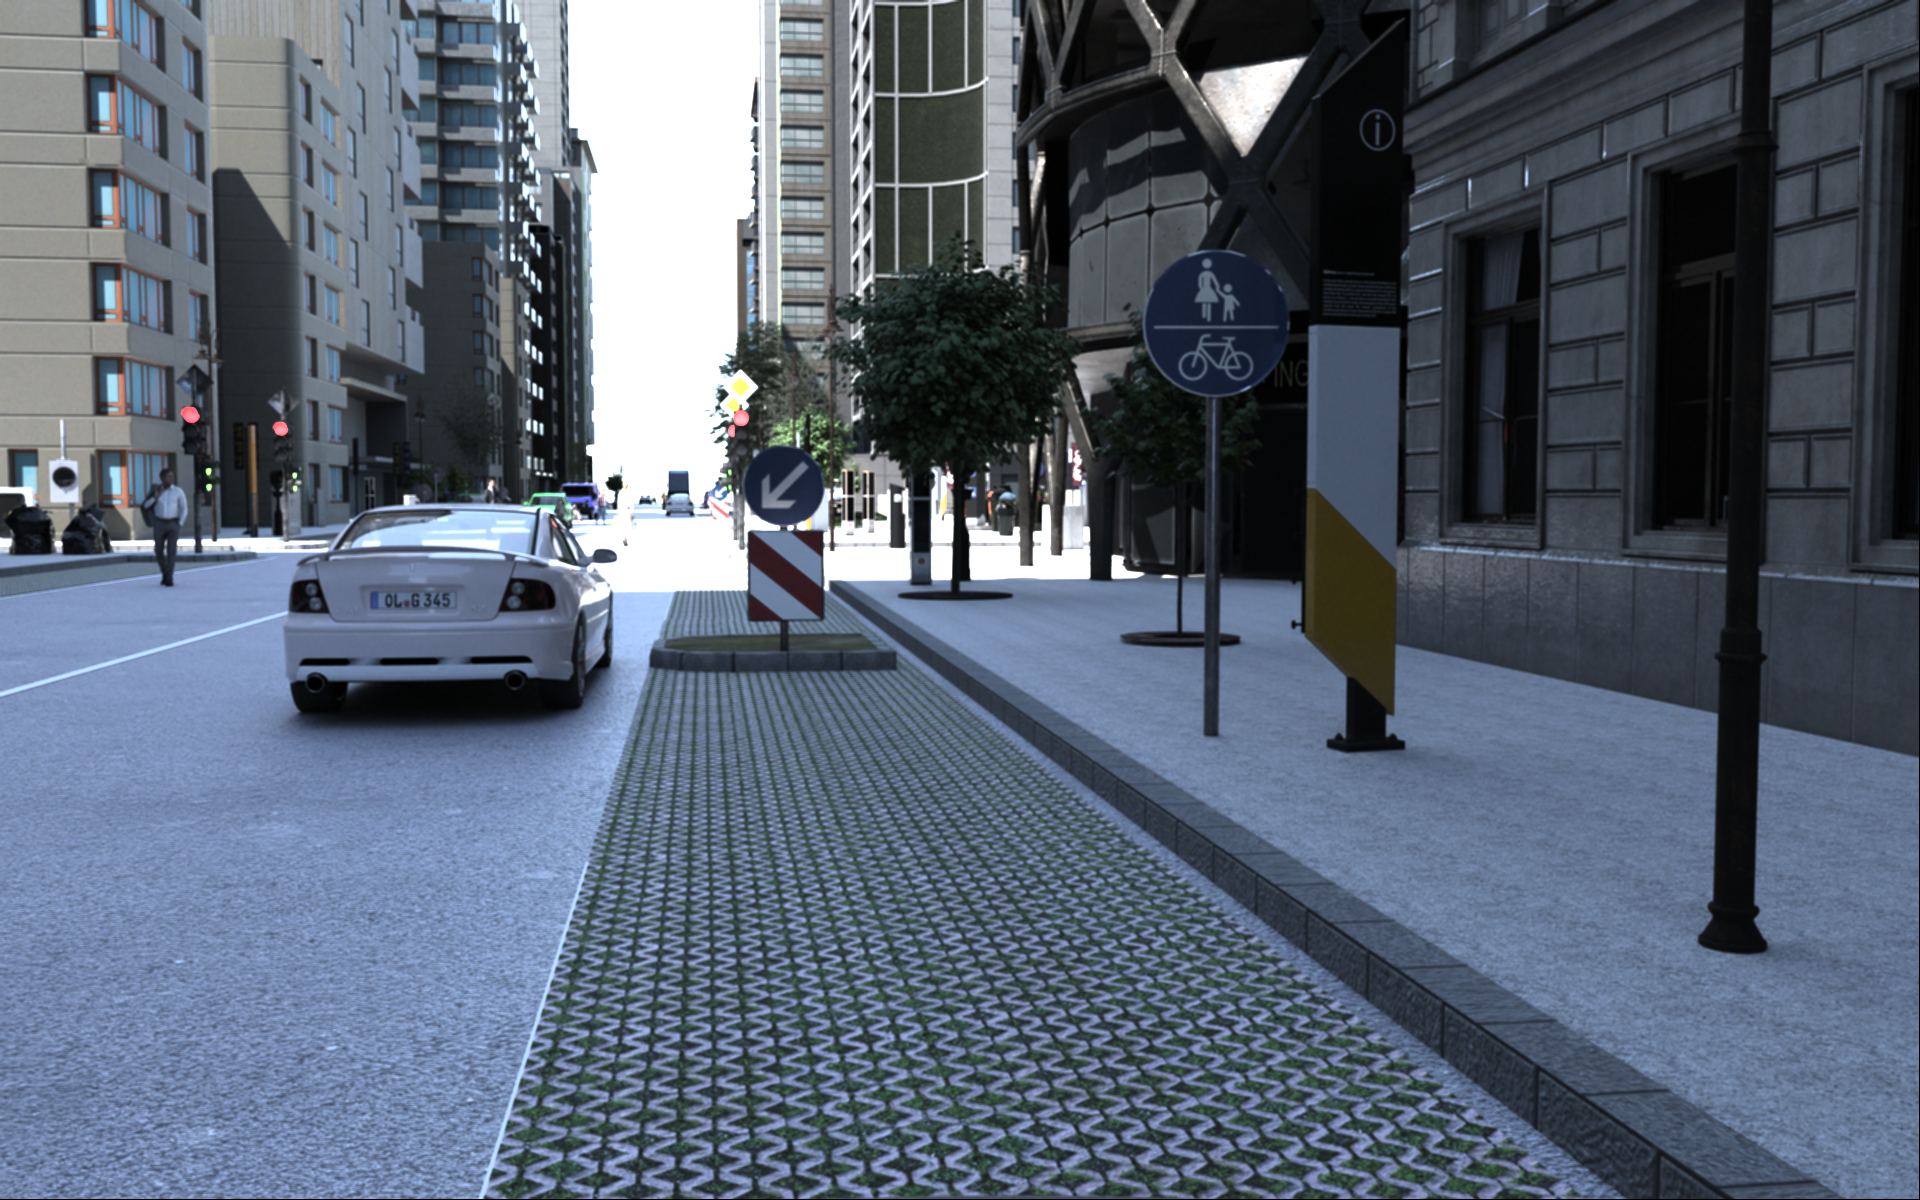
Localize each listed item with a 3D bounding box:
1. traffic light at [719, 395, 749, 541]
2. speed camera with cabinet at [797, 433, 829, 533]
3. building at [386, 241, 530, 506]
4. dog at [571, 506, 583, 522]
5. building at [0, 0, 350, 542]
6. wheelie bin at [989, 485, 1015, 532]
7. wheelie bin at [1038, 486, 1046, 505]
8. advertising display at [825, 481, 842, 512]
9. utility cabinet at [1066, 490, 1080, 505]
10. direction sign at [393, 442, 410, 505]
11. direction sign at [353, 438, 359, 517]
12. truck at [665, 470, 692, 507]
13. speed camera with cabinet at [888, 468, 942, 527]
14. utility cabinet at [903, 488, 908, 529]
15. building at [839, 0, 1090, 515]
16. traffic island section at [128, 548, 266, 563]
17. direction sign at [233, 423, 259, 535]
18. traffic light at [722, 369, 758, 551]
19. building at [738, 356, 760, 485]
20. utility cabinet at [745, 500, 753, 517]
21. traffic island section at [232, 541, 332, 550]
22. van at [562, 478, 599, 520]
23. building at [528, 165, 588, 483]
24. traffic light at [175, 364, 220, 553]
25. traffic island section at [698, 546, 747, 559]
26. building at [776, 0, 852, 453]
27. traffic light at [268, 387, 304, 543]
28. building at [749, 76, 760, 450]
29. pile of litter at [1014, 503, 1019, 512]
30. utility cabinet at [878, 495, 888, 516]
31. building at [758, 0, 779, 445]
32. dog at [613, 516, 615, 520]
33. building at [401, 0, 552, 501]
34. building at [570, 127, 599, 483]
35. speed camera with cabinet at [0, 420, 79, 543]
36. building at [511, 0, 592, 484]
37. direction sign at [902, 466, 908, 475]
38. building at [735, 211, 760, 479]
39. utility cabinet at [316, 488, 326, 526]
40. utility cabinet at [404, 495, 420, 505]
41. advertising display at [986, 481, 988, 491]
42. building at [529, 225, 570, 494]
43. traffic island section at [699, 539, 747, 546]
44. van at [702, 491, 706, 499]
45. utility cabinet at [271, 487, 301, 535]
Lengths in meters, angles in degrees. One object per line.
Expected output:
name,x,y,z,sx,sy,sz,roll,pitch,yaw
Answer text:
traffic light,-6.136,-3.557,47.072,0.839,4.253,0.868,-1,4,-8
speed camera with cabinet,-5.076,-3.826,56.895,0.660,3.252,2.038,2,4,27
building,-48.385,-17.524,131.561,27.650,21.520,28.899,-1,4,-8
dog,-19.832,-4.481,90.098,0.513,0.831,0.800,-3,5,-43
building,-38.167,-13.059,58.550,27.650,21.520,28.899,-1,4,-8
wheelie bin,1.428,-3.079,58.252,0.980,1.594,0.693,2,4,32
wheelie bin,2.950,-3.770,69.547,0.980,1.594,0.693,-2,4,-35
advertising display,-6.139,-4.827,84.136,0.974,1.923,0.123,1,4,14
utility cabinet,6.537,-5.402,97.001,1.173,1.500,0.318,1,4,13
direction sign,-24.378,-5.118,75.673,0.876,3.537,0.379,1,4,20
direction sign,-24.384,-4.768,69.949,0.379,3.537,0.876,-2,4,-31
truck,-29.968,-11.888,184.132,2.967,4.110,18.799,-1,4,-9
speed camera with cabinet,-1.739,-4.416,66.545,2.038,3.252,0.660,1,4,20
utility cabinet,-1.802,-3.294,62.536,0.318,1.500,1.173,-1,4,-15
building,1.892,-41.064,109.645,20.563,71.187,20.611,-1,4,-8
traffic island section,-16.543,-0.936,37.586,2.009,0.180,2.903,-1,4,-8
direction sign,-22.631,-3.852,54.975,0.876,3.537,0.379,1,4,14
traffic light,-4.968,-3.074,39.173,0.839,4.253,0.868,-1,4,-8
building,-15.225,-23.502,229.299,27.650,21.520,28.899,-1,4,-8
utility cabinet,-11.954,-5.312,98.014,0.306,1.237,1.020,0,4,2
traffic island section,-17.711,-1.419,45.485,2.009,0.180,2.903,-1,4,-8
van,-21.387,-5.678,97.227,2.240,2.365,5.245,0,4,-7
building,-52.788,-32.154,209.305,14.154,41.232,14.086,-1,4,-8
traffic light,-16.501,-2.969,37.457,0.839,4.253,0.868,-1,4,-8
traffic island section,-4.926,-1.040,39.293,2.009,0.180,2.903,-1,4,-8
building,-6.930,-27.443,132.292,14.154,41.232,14.086,-1,4,-8
traffic light,-17.670,-3.452,45.357,0.839,4.253,0.868,-1,4,-8
building,-10.787,-32.252,181.945,22.147,44.769,28.867,-1,4,-8
pile of litter,2.803,-5.073,96.909,1.719,0.858,1.176,-1,4,-14
utility cabinet,-4.005,-5.117,94.817,1.020,1.237,0.306,3,5,42
building,-7.230,-37.374,153.058,21.231,58.520,28.212,-1,4,-8
dog,-16.222,-3.793,82.205,0.748,0.427,0.550,-2,4,-34
building,-51.049,-33.096,160.732,23.786,49.044,30.456,-1,4,-8
building,-67.213,-40.443,250.488,28.713,52.752,27.495,-1,4,-8
speed camera with cabinet,-24.414,-3.143,45.723,2.038,3.252,0.660,-2,4,-25
building,-59.107,-48.159,225.656,20.563,71.187,20.611,-1,4,-8
direction sign,-2.684,-5.699,85.183,0.379,3.537,0.876,1,4,21
building,-28.296,-38.116,273.304,14.600,45.320,14.200,-1,4,-8
utility cabinet,-25.076,-3.629,68.008,0.318,1.500,1.173,-1,4,-22
utility cabinet,-27.403,-4.615,86.621,0.306,1.237,1.020,1,4,13
advertising display,1.232,-4.769,83.184,0.123,1.923,0.974,0,4,8
building,-49.402,-25.218,184.022,14.160,30.474,14.107,-1,4,-8
traffic island section,-6.095,-1.524,47.192,2.009,0.180,2.903,-1,4,-8
van,-32.400,-13.280,224.133,2.013,2.044,4.112,-1,4,-8
utility cabinet,-20.924,-2.761,53.825,0.318,1.500,1.173,1,4,9
